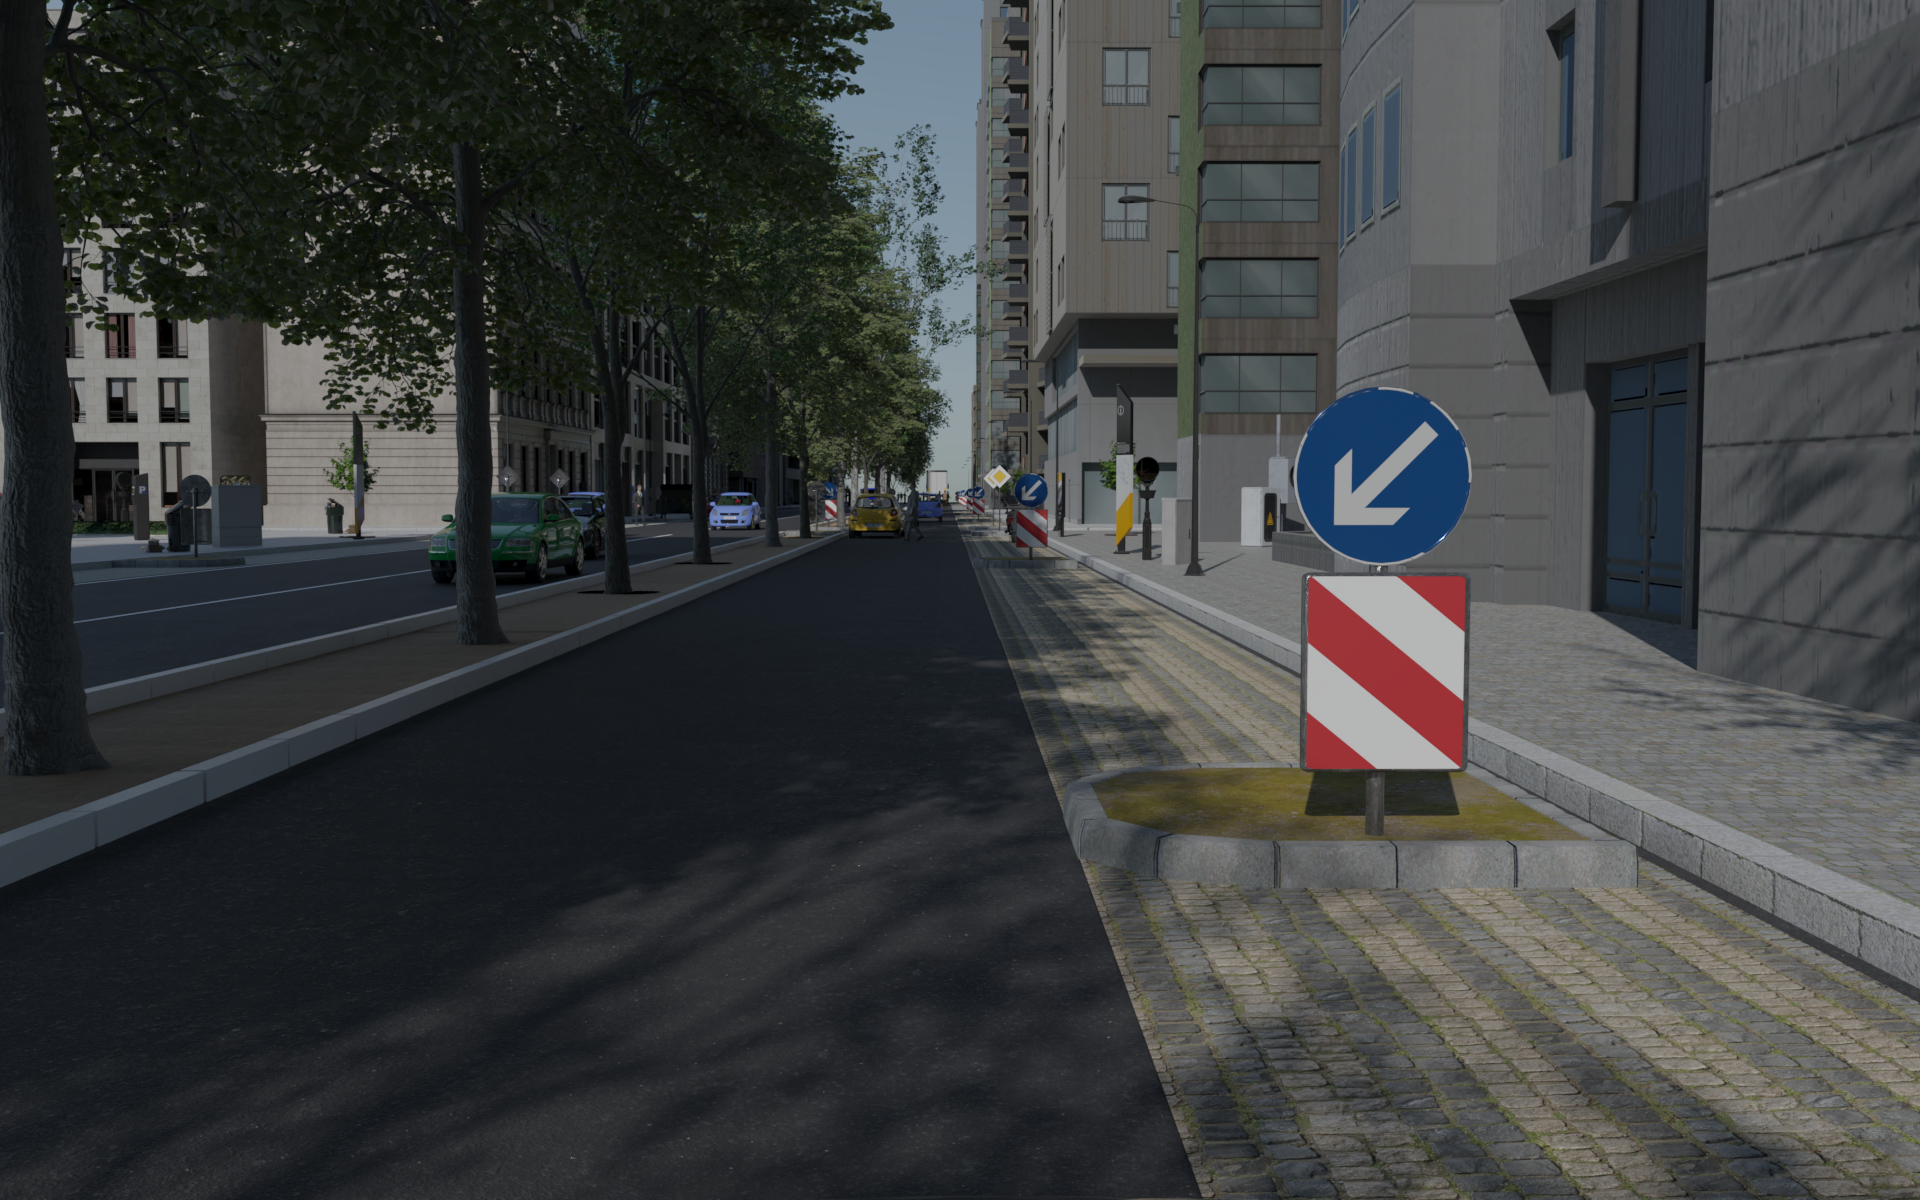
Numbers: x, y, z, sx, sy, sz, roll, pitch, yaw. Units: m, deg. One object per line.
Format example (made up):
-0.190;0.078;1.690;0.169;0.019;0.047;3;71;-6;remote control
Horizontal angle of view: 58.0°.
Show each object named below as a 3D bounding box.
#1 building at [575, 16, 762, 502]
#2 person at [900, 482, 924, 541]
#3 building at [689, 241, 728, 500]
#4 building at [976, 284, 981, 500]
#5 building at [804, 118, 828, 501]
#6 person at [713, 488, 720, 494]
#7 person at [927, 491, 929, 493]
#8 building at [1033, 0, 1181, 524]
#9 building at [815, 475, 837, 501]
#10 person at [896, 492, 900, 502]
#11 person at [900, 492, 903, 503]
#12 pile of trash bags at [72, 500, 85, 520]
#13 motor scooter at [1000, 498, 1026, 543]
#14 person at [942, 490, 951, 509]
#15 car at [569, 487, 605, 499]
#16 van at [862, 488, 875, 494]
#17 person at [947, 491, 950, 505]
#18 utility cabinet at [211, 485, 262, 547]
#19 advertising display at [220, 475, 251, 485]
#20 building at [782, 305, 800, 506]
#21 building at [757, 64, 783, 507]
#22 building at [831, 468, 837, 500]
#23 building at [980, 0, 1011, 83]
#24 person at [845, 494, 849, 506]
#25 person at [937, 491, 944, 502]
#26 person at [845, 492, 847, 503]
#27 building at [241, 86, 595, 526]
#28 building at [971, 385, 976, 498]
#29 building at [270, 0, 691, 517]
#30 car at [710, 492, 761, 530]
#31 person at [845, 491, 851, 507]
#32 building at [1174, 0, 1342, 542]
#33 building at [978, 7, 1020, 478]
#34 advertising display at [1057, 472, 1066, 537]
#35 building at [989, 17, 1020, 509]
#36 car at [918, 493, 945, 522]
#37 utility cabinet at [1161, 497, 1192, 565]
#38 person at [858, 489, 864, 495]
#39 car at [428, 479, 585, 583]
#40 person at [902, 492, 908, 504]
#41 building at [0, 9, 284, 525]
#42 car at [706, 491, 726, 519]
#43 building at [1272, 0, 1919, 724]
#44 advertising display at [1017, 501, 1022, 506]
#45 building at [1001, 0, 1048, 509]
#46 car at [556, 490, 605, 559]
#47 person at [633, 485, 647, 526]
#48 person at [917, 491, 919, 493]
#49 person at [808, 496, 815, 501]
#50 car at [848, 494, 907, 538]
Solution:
-24.896;-30.526;149.202;14.600;45.320;14.200;0;4;0;building
-1.484;-2.734;53.300;0.767;1.812;0.694;0;4;-3;person
-23.712;-18.566;132.435;11.050;23.489;19.941;0;4;0;building
9.193;-28.533;238.216;14.160;30.474;14.107;0;4;0;building
-32.509;-39.747;239.100;28.713;52.752;27.495;0;4;0;building
-15.915;-6.413;113.319;0.580;1.828;0.573;1;4;14;person
-3.105;-9.875;170.500;0.434;1.755;0.990;1;4;21;person
17.133;-30.188;82.814;27.495;52.752;28.713;0;4;0;building
-30.195;-37.530;268.242;22.147;44.769;28.867;0;4;0;building
-9.405;-15.667;265.587;0.756;1.711;0.436;-2;4;-30;person
-9.853;-17.300;291.448;1.348;1.812;0.705;-1;4;-20;person
-31.080;-2.960;58.147;3.447;1.369;1.912;0;4;4;pile of trash bags
1.598;-2.329;50.854;0.815;1.314;1.986;0;4;0;motor scooter
-1.492;-9.903;170.502;1.348;1.812;0.705;-1;4;-17;person
-12.459;-2.930;57.496;1.945;1.707;3.694;0;4;1;car
-8.352;-9.713;163.192;2.240;2.365;5.245;0;4;0;van
-1.643;-13.712;232.627;0.705;1.831;1.348;-1;4;-21;person
-17.474;-2.028;41.834;0.318;1.500;1.173;2;4;31;utility cabinet
-24.827;-3.312;59.365;0.974;1.923;0.123;-2;4;-32;advertising display
-29.470;-34.977;195.568;21.300;48.544;21.600;0;4;0;building
-29.403;-38.406;169.933;21.231;58.520;28.212;0;4;0;building
-27.418;-37.127;290.624;14.154;41.232;14.086;0;4;0;building
12.995;-40.494;204.074;21.231;58.520;28.212;0;4;0;building
-12.999;-11.906;203.982;1.217;1.723;0.721;-1;4;-20;person
-1.775;-8.463;147.803;0.756;1.711;0.436;0;4;-3;person
-17.312;-15.566;263.666;0.551;1.740;0.621;1;4;19;person
-22.994;-13.005;77.254;10.561;19.102;19.286;0;4;0;building
15.877;-27.119;288.429;27.650;21.520;28.899;0;4;0;building
-28.369;-18.314;103.957;19.350;26.468;34.151;0;4;0;building
-9.010;-3.667;69.553;1.945;1.707;3.694;0;4;0;car
-12.443;-11.456;195.822;1.348;1.821;0.705;3;5;44;person
13.384;-17.160;52.267;14.160;30.474;14.107;0;4;0;building
13.900;-33.974;175.090;23.786;49.044;30.456;0;4;0;building
3.036;-2.852;51.850;0.123;1.923;0.974;0;4;-4;advertising display
9.587;-28.693;152.727;14.154;41.232;14.086;0;4;0;building
-1.738;-4.872;89.250;1.945;1.707;3.694;0;4;-1;car
4.013;-1.261;31.777;0.306;1.237;1.020;2;4;27;utility cabinet
-6.968;-6.889;121.257;0.709;1.813;0.853;1;4;9;person
-7.596;-1.253;29.286;1.959;1.807;4.718;0;4;0;car
-7.802;-14.540;246.215;0.705;1.826;1.348;3;4;37;person
-37.468;-13.279;71.859;16.860;20.320;10.420;0;4;0;building
-13.034;-5.248;94.837;2.155;1.783;4.494;0;3;0;car
15.749;-29.285;20.809;21.231;58.520;28.212;0;4;0;building
2.724;-4.531;79.293;0.123;1.923;0.974;0;4;-3;advertising display
14.326;-28.954;128.017;22.147;44.769;28.867;0;4;0;building
-8.843;-1.797;39.175;2.009;1.686;4.222;0;4;-2;car
-14.492;-4.297;78.534;0.659;1.850;0.755;-3;5;-40;person
-4.084;-9.447;163.673;0.721;1.735;1.217;1;4;13;person
-12.331;-8.307;145.028;1.217;1.736;0.721;-1;4;-10;person
-2.727;-2.890;57.480;2.015;1.641;3.980;0;4;1;car
